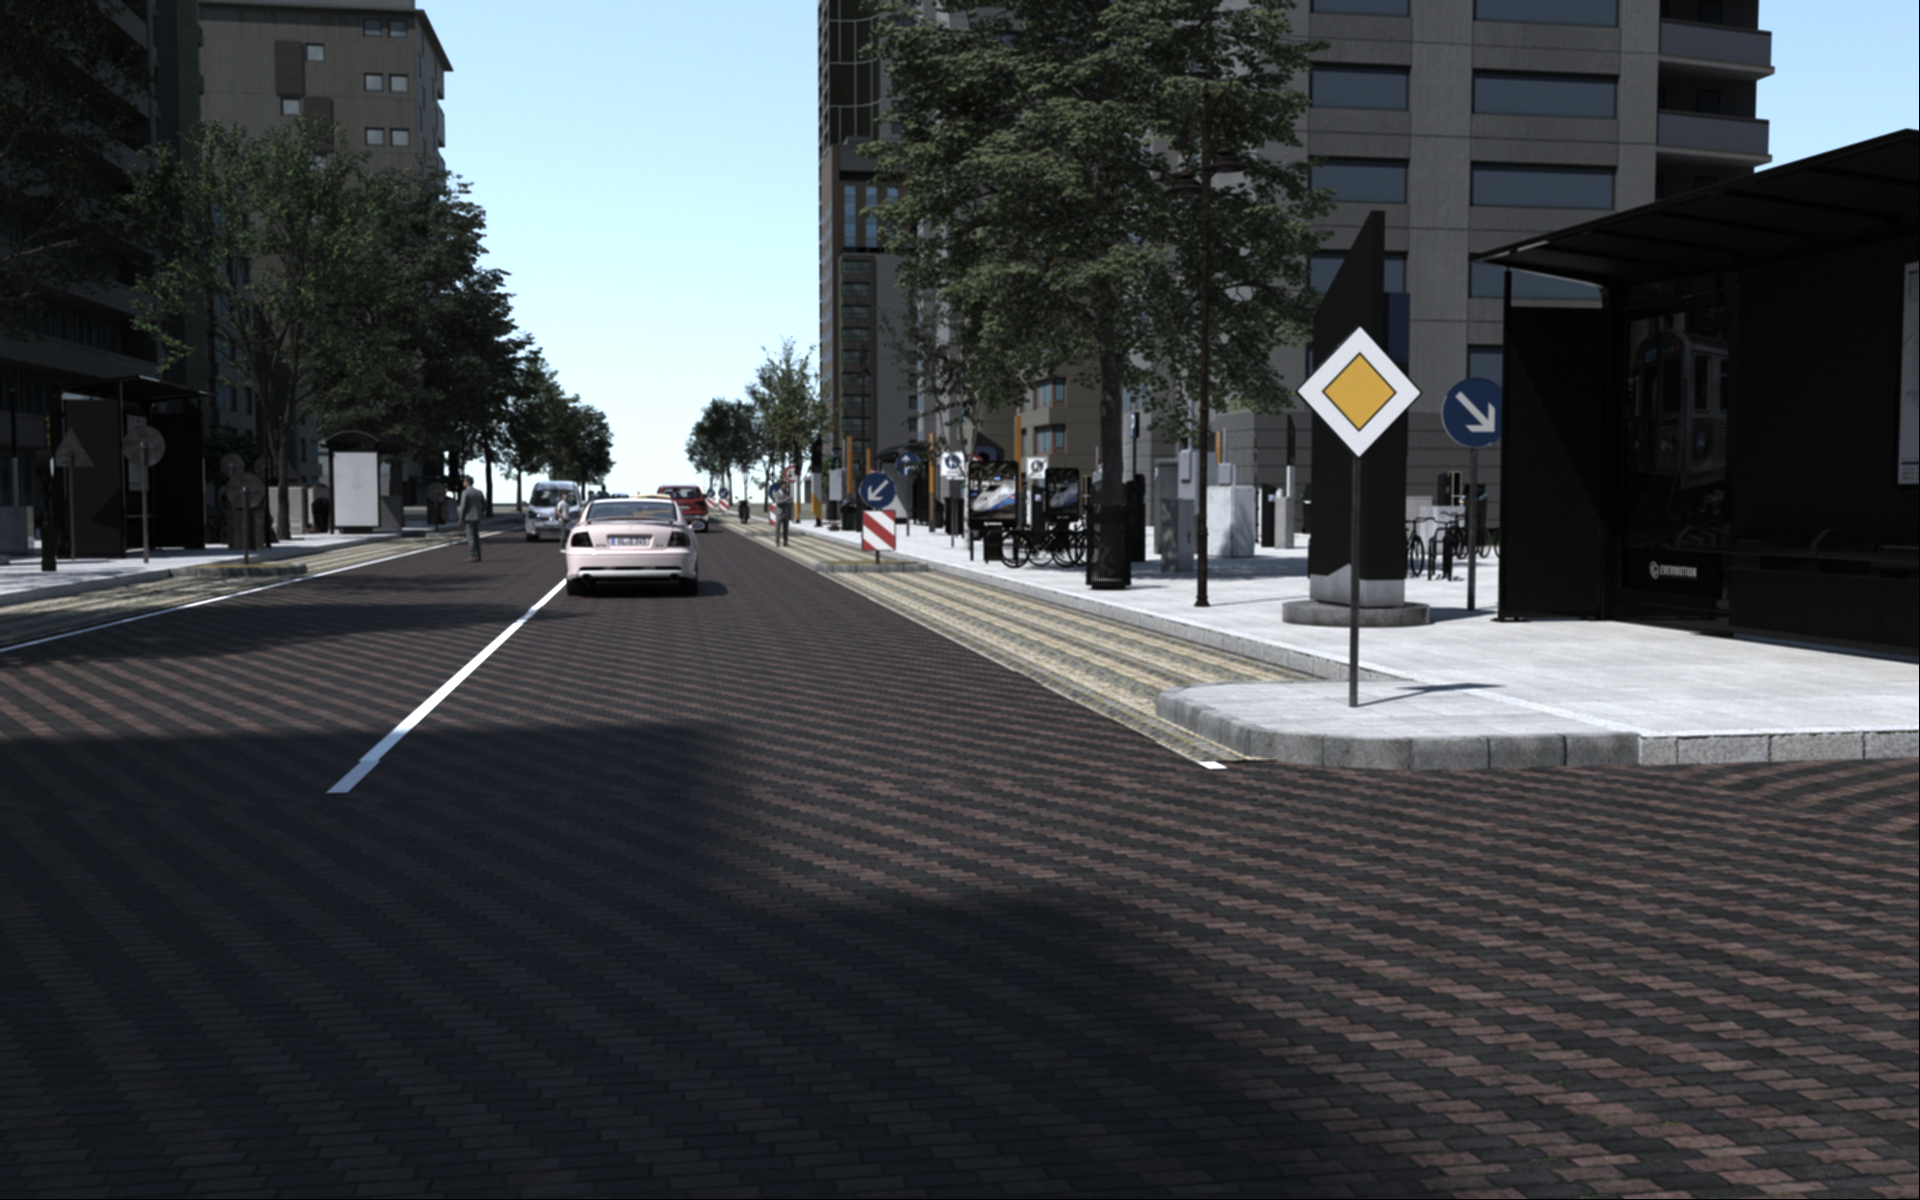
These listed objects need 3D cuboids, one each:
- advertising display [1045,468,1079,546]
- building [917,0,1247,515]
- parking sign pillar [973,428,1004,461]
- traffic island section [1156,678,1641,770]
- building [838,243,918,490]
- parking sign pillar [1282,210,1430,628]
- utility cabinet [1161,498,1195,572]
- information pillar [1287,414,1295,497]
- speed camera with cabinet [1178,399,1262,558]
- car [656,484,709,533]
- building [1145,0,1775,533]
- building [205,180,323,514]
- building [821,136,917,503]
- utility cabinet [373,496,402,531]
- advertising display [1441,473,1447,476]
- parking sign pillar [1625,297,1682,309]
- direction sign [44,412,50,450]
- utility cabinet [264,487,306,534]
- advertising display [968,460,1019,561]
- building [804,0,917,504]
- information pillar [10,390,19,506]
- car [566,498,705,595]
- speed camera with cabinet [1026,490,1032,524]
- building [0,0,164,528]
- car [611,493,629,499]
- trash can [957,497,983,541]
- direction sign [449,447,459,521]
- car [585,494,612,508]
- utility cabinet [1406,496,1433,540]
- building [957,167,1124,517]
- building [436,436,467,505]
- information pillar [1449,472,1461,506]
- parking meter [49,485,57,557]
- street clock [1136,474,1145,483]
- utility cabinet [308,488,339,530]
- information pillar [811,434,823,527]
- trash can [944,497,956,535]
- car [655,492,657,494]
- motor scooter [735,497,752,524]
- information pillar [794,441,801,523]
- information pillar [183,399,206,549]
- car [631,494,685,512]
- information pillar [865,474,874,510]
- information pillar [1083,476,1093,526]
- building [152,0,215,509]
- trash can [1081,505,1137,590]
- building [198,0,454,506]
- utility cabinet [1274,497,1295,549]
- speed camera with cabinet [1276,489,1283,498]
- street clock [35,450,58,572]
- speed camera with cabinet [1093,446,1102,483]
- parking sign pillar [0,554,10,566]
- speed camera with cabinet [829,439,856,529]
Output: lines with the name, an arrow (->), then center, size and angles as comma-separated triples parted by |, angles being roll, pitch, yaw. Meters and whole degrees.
advertising display -> 2.506, -2.281, 42.515 | 0.974, 1.923, 0.123 | -2, 4, -34
building -> 7.207, -36.246, 134.621 | 21.231, 58.520, 28.212 | -1, 4, -10
parking sign pillar -> 1.111, -5.011, 70.398 | 1.447, 3.967, 1.447 | 1, 4, 21
traffic island section -> 2.389, 0.724, 10.451 | 2.009, 0.180, 2.903 | -1, 4, -10
building -> -7.499, -26.437, 203.950 | 14.160, 30.474, 14.107 | -1, 4, -10
parking sign pillar -> 3.959, -1.759, 17.227 | 1.447, 3.967, 1.447 | -1, 4, -13
utility cabinet -> 3.651, -1.088, 28.951 | 0.306, 1.237, 1.020 | 2, 4, 23
information pillar -> 9.709, -3.639, 50.852 | 0.183, 3.616, 0.504 | 2, 4, 30
speed camera with cabinet -> 5.252, -2.518, 35.502 | 0.660, 3.252, 2.038 | -2, 4, -25
car -> -10.693, -3.495, 65.817 | 2.281, 1.827, 5.304 | -1, 4, -12
building -> 17.507, -32.310, 70.262 | 21.231, 58.520, 28.212 | -1, 4, -10
building -> -56.344, -15.942, 105.692 | 27.650, 21.520, 28.899 | -1, 4, -10
building -> -9.816, -34.713, 217.664 | 14.600, 45.320, 14.200 | -1, 4, -10
utility cabinet -> -20.289, -3.063, 61.248 | 1.020, 1.237, 0.306 | -2, 4, -35
advertising display -> 14.968, -2.961, 53.632 | 0.123, 1.923, 0.974 | 1, 4, 12
parking sign pillar -> 7.782, -1.909, 19.681 | 1.447, 3.967, 1.447 | -1, 4, -17
direction sign -> -24.921, -3.409, 47.741 | 0.876, 3.537, 0.379 | 2, 4, 31
utility cabinet -> -21.450, -2.835, 55.028 | 1.173, 1.500, 0.318 | 0, 4, -1
advertising display -> 0.642, -1.716, 33.277 | 0.974, 1.923, 0.123 | 1, 4, 16
building -> -10.196, -48.697, 234.440 | 20.563, 71.187, 20.611 | -1, 4, -10
information pillar -> -21.463, -2.936, 39.352 | 0.183, 3.616, 0.504 | -2, 4, -26
car -> -4.877, -0.833, 25.987 | 2.083, 1.381, 4.827 | -1, 4, -9
speed camera with cabinet -> 2.309, -4.976, 75.685 | 2.038, 3.252, 0.660 | 2, 4, 27
building -> -45.011, -27.030, 65.650 | 21.300, 48.544, 21.600 | -1, 4, -10
car -> -25.877, -7.475, 131.802 | 1.945, 1.707, 3.694 | 0, 4, -8
trash can -> 0.355, -2.216, 47.883 | 0.748, 1.137, 0.748 | 0, 3, 0
direction sign -> -23.925, -5.497, 81.880 | 0.379, 3.537, 0.876 | -3, 5, -44
car -> -21.909, -5.829, 105.522 | 2.015, 1.641, 3.980 | -1, 4, -8
utility cabinet -> 12.641, -2.274, 48.343 | 1.020, 1.237, 0.306 | -1, 4, -11
building -> 15.894, -16.090, 108.112 | 27.650, 21.520, 28.899 | -1, 4, -10
building -> -77.141, -31.790, 211.646 | 32.217, 40.220, 23.993 | -1, 4, -10
information pillar -> 16.184, -3.192, 56.685 | 0.304, 2.012, 0.304 | -1, 4, -11
parking meter -> -18.420, -1.820, 35.471 | 0.399, 1.863, 0.255 | 1, 4, 20
street clock -> 6.361, -3.482, 61.500 | 0.358, 2.002, 0.471 | -1, 4, -22
utility cabinet -> -22.500, -3.219, 61.313 | 0.318, 1.500, 1.173 | 2, 4, 31
information pillar -> -5.611, -4.681, 67.892 | 0.183, 3.616, 0.504 | 3, 5, 40
trash can -> -0.165, -2.629, 54.642 | 0.748, 1.137, 0.748 | 0, 3, 0
car -> -34.832, -11.560, 198.601 | 1.945, 1.707, 3.694 | -1, 4, -12
motor scooter -> -10.419, -4.327, 83.517 | 0.815, 1.314, 1.986 | -1, 4, -11
information pillar -> -7.144, -5.193, 76.254 | 0.183, 3.616, 0.504 | 1, 4, 13
information pillar -> -17.936, -3.009, 40.556 | 0.504, 3.616, 0.183 | 1, 4, 11
car -> -9.288, -2.564, 52.147 | 2.015, 1.641, 3.980 | -1, 4, -11
information pillar -> -3.276, -3.521, 62.063 | 0.304, 2.012, 0.304 | -1, 4, -20
information pillar -> 5.080, -3.941, 68.924 | 0.304, 2.012, 0.304 | -1, 4, -20
building -> -46.278, -24.554, 85.057 | 14.154, 41.232, 14.086 | -1, 4, -10
trash can -> 2.001, -0.713, 23.308 | 0.748, 1.137, 0.748 | 0, 3, 0
building -> -70.295, -36.522, 186.368 | 28.713, 52.752, 27.495 | -1, 4, -10
utility cabinet -> 7.640, -1.813, 40.809 | 0.306, 1.237, 1.020 | 1, 4, 21
speed camera with cabinet -> 8.612, -3.516, 51.816 | 2.038, 3.252, 0.660 | 0, 4, 8
street clock -> -15.130, -1.476, 28.705 | 0.358, 2.002, 0.471 | -1, 4, -17
speed camera with cabinet -> 6.003, -4.698, 71.148 | 0.660, 3.252, 2.038 | -1, 4, -11
parking sign pillar -> -17.835, -2.595, 30.901 | 1.447, 3.967, 1.447 | 0, 4, 0
speed camera with cabinet -> -4.045, -4.209, 63.159 | 0.660, 3.252, 2.038 | 2, 4, 25
